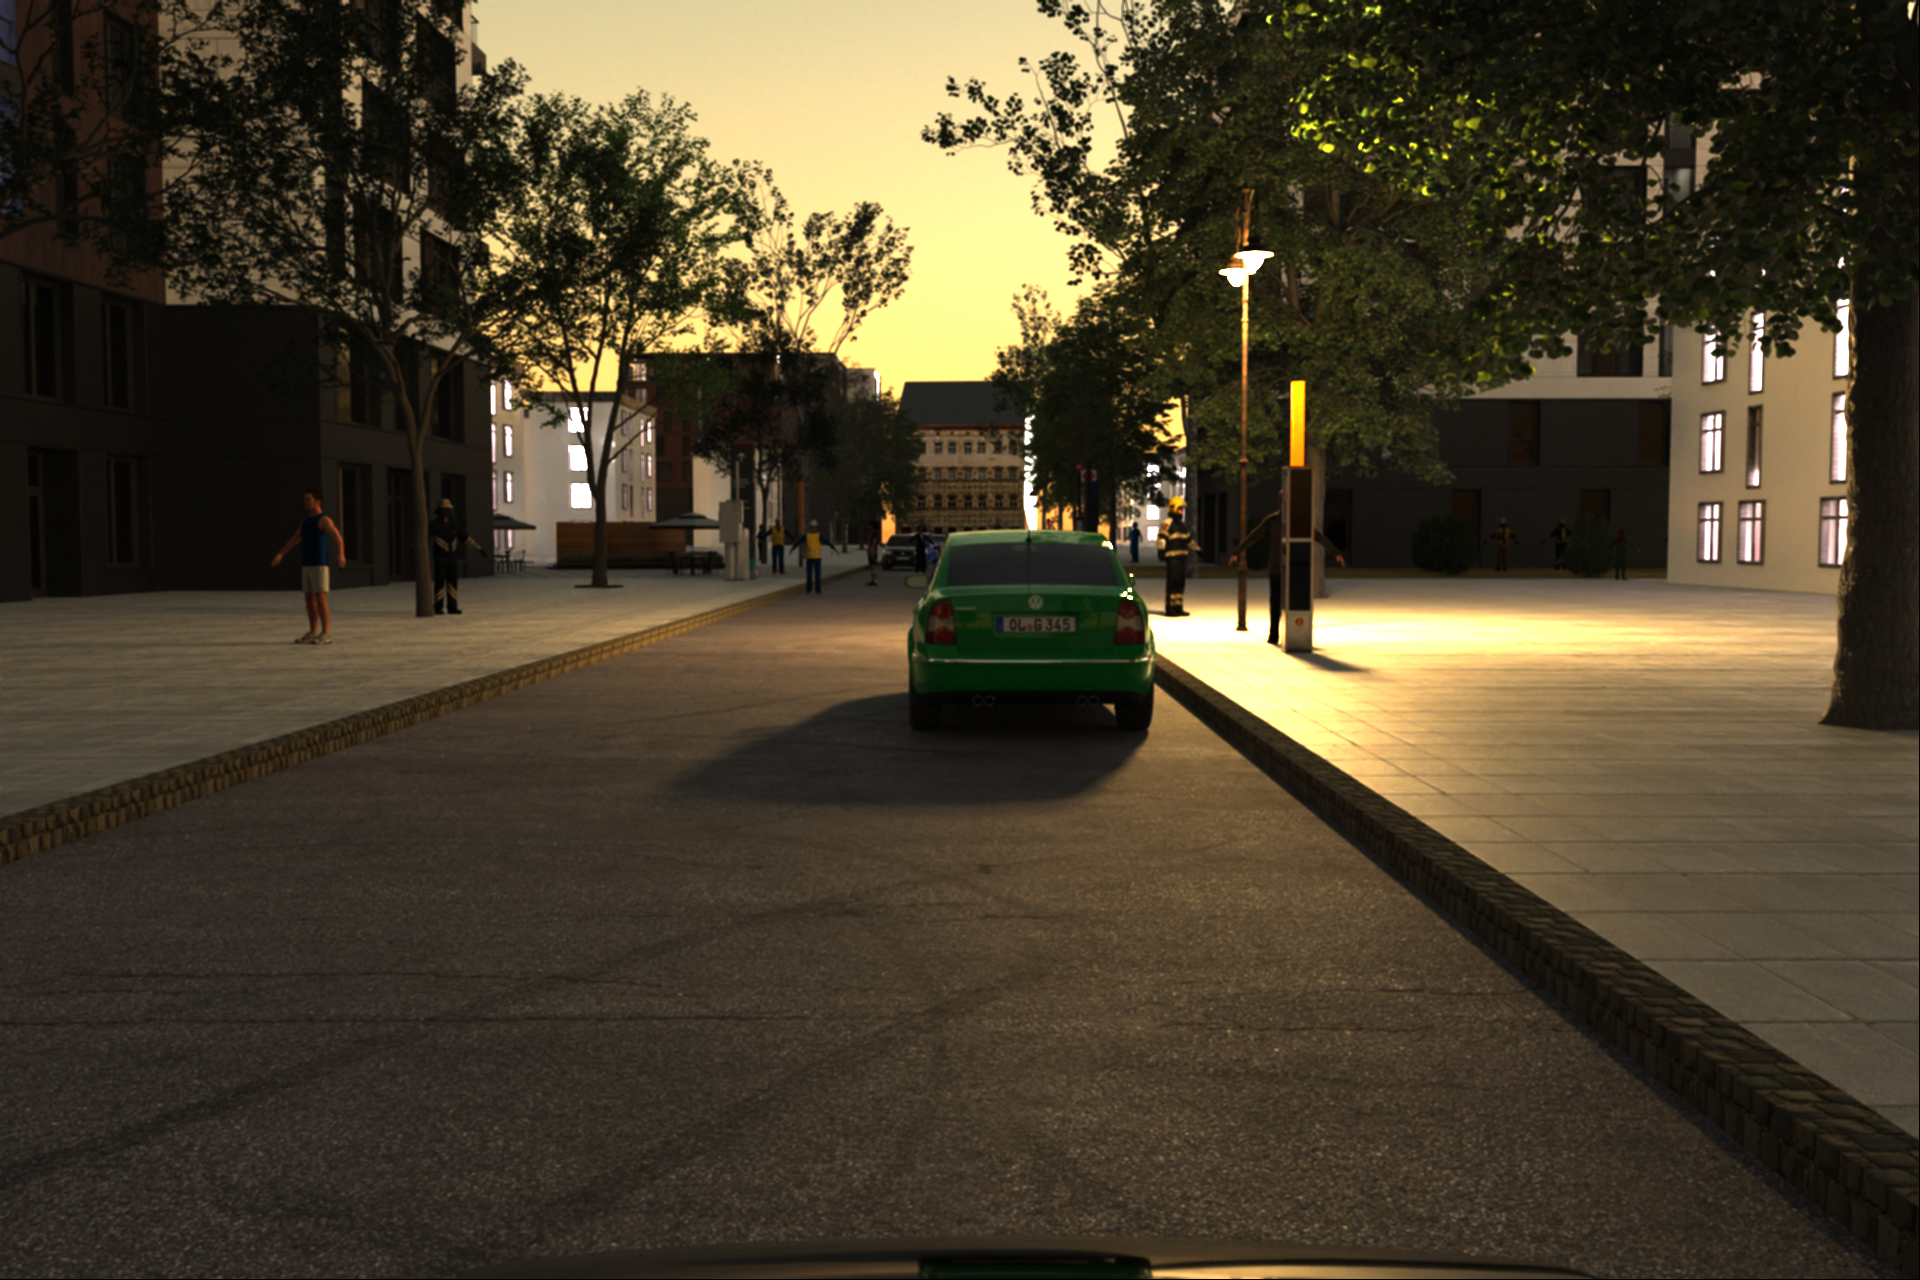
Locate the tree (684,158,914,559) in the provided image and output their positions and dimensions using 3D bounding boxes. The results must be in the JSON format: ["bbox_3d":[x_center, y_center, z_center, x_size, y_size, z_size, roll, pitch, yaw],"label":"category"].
[{"bbox_3d":[-9.532,-14.312,89.894,12.611,20.169,13.585,0,3,0],"label":"tree"}]

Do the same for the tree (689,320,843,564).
[{"bbox_3d":[-8.216,-8.588,74.824,7.601,10.594,8.767,-3,5,-45],"label":"tree"}]

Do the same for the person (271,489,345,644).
[{"bbox_3d":[-7.569,-0.862,20.267,1.345,1.807,0.704,2,4,35],"label":"person"}]

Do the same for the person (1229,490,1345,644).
[{"bbox_3d":[3.805,-0.859,20.229,1.348,1.807,0.705,1,4,15],"label":"person"}]

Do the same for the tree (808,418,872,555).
[{"bbox_3d":[-7.813,-9.410,104.212,4.360,8.622,3.978,0,3,0],"label":"tree"}]

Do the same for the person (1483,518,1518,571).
[{"bbox_3d":[18.951,-3.352,60.577,1.354,1.858,0.705,-1,4,-15],"label":"person"}]

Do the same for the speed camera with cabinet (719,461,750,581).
[{"bbox_3d":[-6.228,-3.266,47.740,0.660,3.252,2.038,0,4,0],"label":"speed camera with cabinet"}]

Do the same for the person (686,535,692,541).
[{"bbox_3d":[-12.994,-4.489,79.661,1.348,1.796,0.705,-2,4,-24],"label":"person"}]

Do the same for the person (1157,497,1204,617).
[{"bbox_3d":[3.365,-1.287,26.807,0.704,1.858,1.351,3,4,36],"label":"person"}]

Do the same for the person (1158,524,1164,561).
[{"bbox_3d":[9.690,-4.696,83.006,0.704,1.802,1.346,0,4,0],"label":"person"}]

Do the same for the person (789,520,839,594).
[{"bbox_3d":[-3.496,-1.988,41.430,1.216,1.772,0.721,0,4,1],"label":"person"}]

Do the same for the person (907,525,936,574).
[{"bbox_3d":[-1.362,-3.205,61.583,1.216,1.740,0.721,-2,4,-30],"label":"person"}]

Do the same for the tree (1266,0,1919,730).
[{"bbox_3d":[6.124,-6.390,11.125,9.857,13.997,8.962,0,3,0],"label":"tree"}]

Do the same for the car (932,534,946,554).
[{"bbox_3d":[-1.568,-6.000,110.097,2.014,1.417,4.499,0,4,0],"label":"car"}]

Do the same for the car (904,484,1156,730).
[{"bbox_3d":[0.509,-0.320,14.028,1.959,1.807,4.718,0,4,0],"label":"car"}]

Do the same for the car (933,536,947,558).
[{"bbox_3d":[0.150,-2.758,54.874,2.009,1.686,4.222,0,4,0],"label":"car"}]

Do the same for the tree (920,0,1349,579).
[{"bbox_3d":[5.679,-11.886,50.231,12.611,20.169,13.585,0,3,0],"label":"tree"}]

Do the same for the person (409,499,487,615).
[{"bbox_3d":[-8.214,-1.334,27.680,0.704,1.845,1.351,3,5,43],"label":"person"}]

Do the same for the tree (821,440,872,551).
[{"bbox_3d":[-8.361,-10.833,127.474,4.360,8.622,3.978,0,3,0],"label":"tree"}]

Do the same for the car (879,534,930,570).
[{"bbox_3d":[-2.207,-3.663,69.676,2.009,1.686,4.222,0,4,1],"label":"car"}]

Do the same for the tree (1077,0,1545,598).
[{"bbox_3d":[7.090,-7.822,34.549,9.857,13.997,8.962,0,3,0],"label":"tree"}]

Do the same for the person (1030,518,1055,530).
[{"bbox_3d":[2.381,-2.588,49.164,0.742,1.727,0.445,-1,4,-14],"label":"person"}]

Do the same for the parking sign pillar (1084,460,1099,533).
[{"bbox_3d":[4.814,-4.597,63.630,1.447,3.967,1.447,0,4,0],"label":"parking sign pillar"}]

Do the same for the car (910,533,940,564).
[{"bbox_3d":[-1.946,-4.557,84.102,1.945,1.707,3.694,0,4,0],"label":"car"}]

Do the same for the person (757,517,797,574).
[{"bbox_3d":[-5.859,-3.047,55.787,1.349,1.833,0.705,-1,4,-13],"label":"person"}]

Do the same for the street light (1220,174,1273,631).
[{"bbox_3d":[3.729,-3.055,22.729,0.468,5.910,1.993,0,4,1],"label":"street light"}]

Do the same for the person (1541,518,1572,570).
[{"bbox_3d":[21.606,-3.454,62.260,1.354,1.856,0.705,0,4,3],"label":"person"}]

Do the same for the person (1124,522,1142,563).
[{"bbox_3d":[7.755,-4.339,77.070,0.704,1.817,1.347,-2,4,-29],"label":"person"}]

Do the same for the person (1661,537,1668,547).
[{"bbox_3d":[20.633,-2.675,49.875,0.704,1.812,1.346,0,4,-6],"label":"person"}]

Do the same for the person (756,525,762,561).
[{"bbox_3d":[-9.682,-4.706,83.672,0.721,1.740,1.216,1,4,17],"label":"person"}]

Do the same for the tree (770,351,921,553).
[{"bbox_3d":[-7.839,-12.601,116.401,12.009,13.543,11.850,0,3,0],"label":"tree"}]

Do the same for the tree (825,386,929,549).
[{"bbox_3d":[-7.494,-14.788,148.439,9.857,13.997,8.962,0,3,0],"label":"tree"}]

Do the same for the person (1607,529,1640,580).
[{"bbox_3d":[18.569,-2.405,48.541,0.599,1.438,0.989,-3,4,-38],"label":"person"}]

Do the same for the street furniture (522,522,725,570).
[{"bbox_3d":[-11.755,-3.575,65.309,11.010,1.723,9.812,-1,4,-14],"label":"street furniture"}]

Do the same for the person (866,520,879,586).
[{"bbox_3d":[-2.456,-2.429,48.318,0.704,1.843,1.345,0,4,-6],"label":"person"}]
